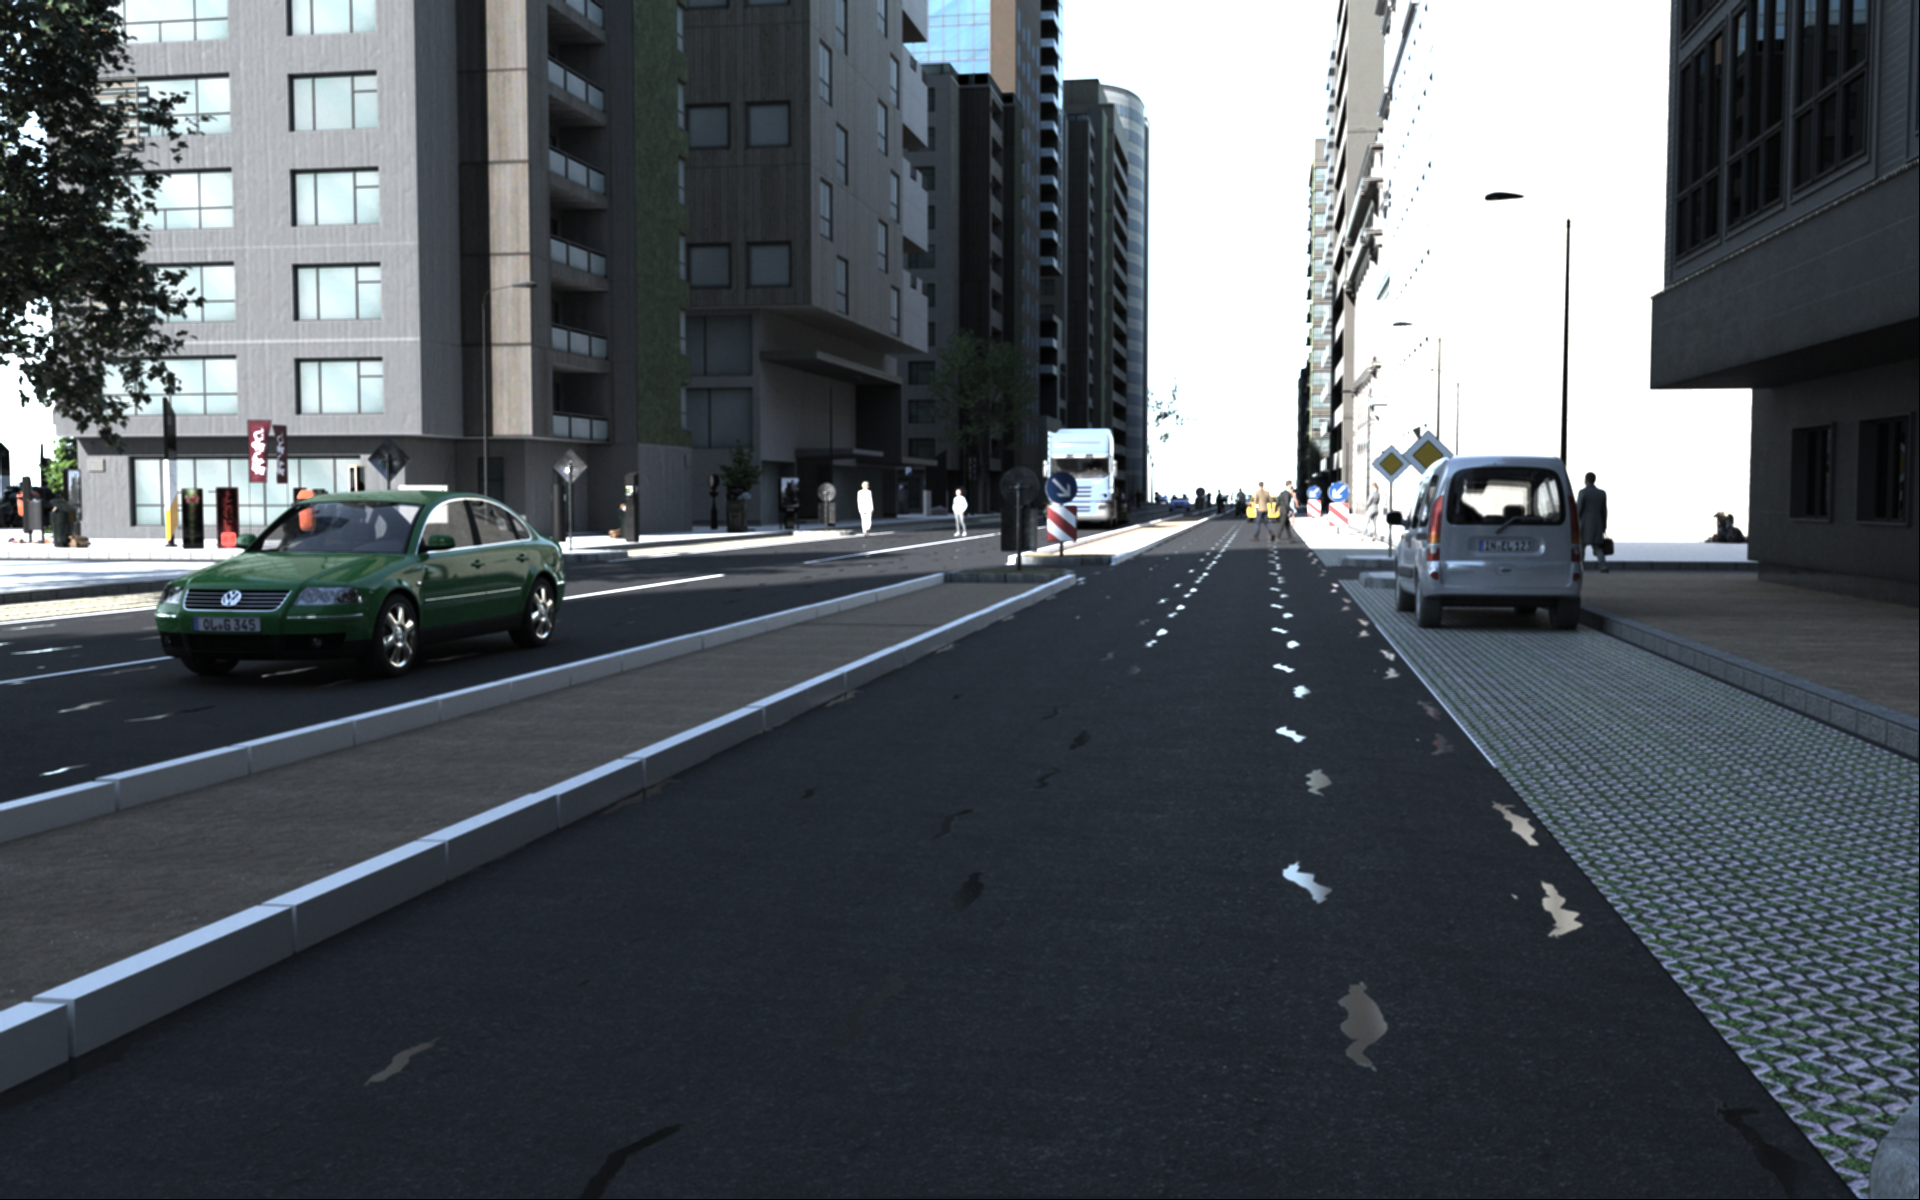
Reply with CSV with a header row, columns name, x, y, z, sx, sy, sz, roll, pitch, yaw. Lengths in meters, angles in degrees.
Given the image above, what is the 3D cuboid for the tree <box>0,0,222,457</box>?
name,x,y,z,sx,sy,sz,roll,pitch,yaw
tree,-14.132,-6.391,21.493,9.611,12.733,9.660,0,3,0

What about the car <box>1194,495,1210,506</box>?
name,x,y,z,sx,sy,sz,roll,pitch,yaw
car,29.480,-12.098,210.168,2.083,1.381,4.827,1,4,11

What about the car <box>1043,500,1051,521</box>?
name,x,y,z,sx,sy,sz,roll,pitch,yaw
car,5.463,-5.013,92.182,2.015,1.641,3.980,1,4,9

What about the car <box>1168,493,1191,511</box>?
name,x,y,z,sx,sy,sz,roll,pitch,yaw
car,18.850,-8.501,148.580,1.945,1.707,3.694,1,4,8

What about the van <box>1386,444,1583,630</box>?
name,x,y,z,sx,sy,sz,roll,pitch,yaw
van,5.917,-0.775,19.678,2.013,2.044,4.112,1,4,10

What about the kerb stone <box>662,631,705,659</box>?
name,x,y,z,sx,sy,sz,roll,pitch,yaw
kerb stone,-2.510,0.416,15.386,0.120,0.150,1.000,1,4,10

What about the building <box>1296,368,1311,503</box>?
name,x,y,z,sx,sy,sz,roll,pitch,yaw
building,62.817,-24.736,249.468,27.650,21.520,28.899,1,4,10

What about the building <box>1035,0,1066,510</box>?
name,x,y,z,sx,sy,sz,roll,pitch,yaw
building,-1.198,-51.628,156.786,22.319,86.520,31.000,1,4,10

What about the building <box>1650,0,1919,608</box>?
name,x,y,z,sx,sy,sz,roll,pitch,yaw
building,15.088,-13.387,12.390,14.314,27.812,24.014,1,4,10

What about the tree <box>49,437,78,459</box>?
name,x,y,z,sx,sy,sz,roll,pitch,yaw
tree,-36.649,-5.486,73.417,4.285,4.588,4.351,0,3,0

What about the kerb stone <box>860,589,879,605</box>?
name,x,y,z,sx,sy,sz,roll,pitch,yaw
kerb stone,-1.257,-0.017,22.474,0.120,0.150,1.000,1,4,10

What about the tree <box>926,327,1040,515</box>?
name,x,y,z,sx,sy,sz,roll,pitch,yaw
tree,1.412,-11.197,108.822,9.928,11.665,9.643,0,3,0

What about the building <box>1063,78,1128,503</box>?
name,x,y,z,sx,sy,sz,roll,pitch,yaw
building,8.583,-35.711,207.571,21.300,48.544,21.600,1,4,10

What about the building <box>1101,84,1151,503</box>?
name,x,y,z,sx,sy,sz,roll,pitch,yaw
building,15.599,-43.171,247.848,21.231,58.520,28.212,1,4,10

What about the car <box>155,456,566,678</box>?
name,x,y,z,sx,sy,sz,roll,pitch,yaw
car,-4.999,-0.380,15.006,1.959,1.807,4.718,1,4,10

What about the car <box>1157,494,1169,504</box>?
name,x,y,z,sx,sy,sz,roll,pitch,yaw
car,29.666,-14.947,253.967,1.945,1.707,3.694,1,4,12

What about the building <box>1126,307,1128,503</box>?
name,x,y,z,sx,sy,sz,roll,pitch,yaw
building,14.296,-27.785,225.978,14.160,30.474,14.107,1,4,10

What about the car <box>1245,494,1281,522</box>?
name,x,y,z,sx,sy,sz,roll,pitch,yaw
car,15.653,-4.818,88.990,2.015,1.641,3.980,1,4,12

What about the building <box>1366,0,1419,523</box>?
name,x,y,z,sx,sy,sz,roll,pitch,yaw
building,24.805,-17.566,73.113,13.634,28.700,20.117,1,4,10

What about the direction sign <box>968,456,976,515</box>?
name,x,y,z,sx,sy,sz,roll,pitch,yaw
direction sign,0.744,-6.860,104.154,0.379,3.537,0.876,-2,4,-31

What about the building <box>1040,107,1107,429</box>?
name,x,y,z,sx,sy,sz,roll,pitch,yaw
building,7.507,-30.330,179.486,14.154,41.232,14.086,1,4,10

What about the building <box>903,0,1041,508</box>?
name,x,y,z,sx,sy,sz,roll,pitch,yaw
building,-1.523,-29.633,134.604,14.600,45.320,14.200,1,4,10

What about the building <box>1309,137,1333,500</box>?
name,x,y,z,sx,sy,sz,roll,pitch,yaw
building,47.748,-31.609,200.405,14.154,41.232,14.086,1,4,10

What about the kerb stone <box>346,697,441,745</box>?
name,x,y,z,sx,sy,sz,roll,pitch,yaw
kerb stone,-3.397,0.726,10.322,0.120,0.150,1.000,1,4,10

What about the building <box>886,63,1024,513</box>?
name,x,y,z,sx,sy,sz,roll,pitch,yaw
building,-3.476,-21.332,120.476,14.160,30.474,14.107,1,4,10

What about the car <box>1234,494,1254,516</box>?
name,x,y,z,sx,sy,sz,roll,pitch,yaw
car,18.928,-6.194,113.069,2.131,1.459,4.920,1,4,10

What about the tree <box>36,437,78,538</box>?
name,x,y,z,sx,sy,sz,roll,pitch,yaw
tree,-26.398,-3.452,51.044,1.663,3.219,1.824,0,3,0

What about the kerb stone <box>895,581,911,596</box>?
name,x,y,z,sx,sy,sz,roll,pitch,yaw
kerb stone,-0.895,-0.136,24.487,0.120,0.150,1.000,1,4,10

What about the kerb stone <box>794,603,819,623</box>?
name,x,y,z,sx,sy,sz,roll,pitch,yaw
kerb stone,-1.795,0.169,19.437,0.120,0.150,1.000,1,4,10

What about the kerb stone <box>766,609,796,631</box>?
name,x,y,z,sx,sy,sz,roll,pitch,yaw
kerb stone,-1.968,0.230,18.429,0.120,0.150,1.000,1,4,10

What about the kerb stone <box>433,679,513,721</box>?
name,x,y,z,sx,sy,sz,roll,pitch,yaw
kerb stone,-3.217,0.664,11.337,0.120,0.150,1.000,1,4,10

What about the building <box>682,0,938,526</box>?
name,x,y,z,sx,sy,sz,roll,pitch,yaw
building,-16.730,-30.104,81.443,28.713,52.752,27.495,1,4,10

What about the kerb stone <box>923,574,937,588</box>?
name,x,y,z,sx,sy,sz,roll,pitch,yaw
kerb stone,-0.544,-0.263,26.504,0.120,0.150,1.000,1,4,10

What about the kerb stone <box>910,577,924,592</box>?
name,x,y,z,sx,sy,sz,roll,pitch,yaw
kerb stone,-0.719,-0.202,25.494,0.120,0.150,1.000,1,4,10

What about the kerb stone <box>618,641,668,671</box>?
name,x,y,z,sx,sy,sz,roll,pitch,yaw
kerb stone,-2.677,0.478,14.378,0.120,0.150,1.000,1,4,10

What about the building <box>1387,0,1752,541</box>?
name,x,y,z,sx,sy,sz,roll,pitch,yaw
building,19.719,-12.274,55.433,10.420,20.320,16.860,1,4,10

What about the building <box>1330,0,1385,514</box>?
name,x,y,z,sx,sy,sz,roll,pitch,yaw
building,36.491,-30.157,116.765,21.300,48.544,21.600,1,4,10

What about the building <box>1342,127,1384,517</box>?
name,x,y,z,sx,sy,sz,roll,pitch,yaw
building,28.403,-15.535,95.799,13.314,21.916,24.055,1,4,10

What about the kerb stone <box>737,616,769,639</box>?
name,x,y,z,sx,sy,sz,roll,pitch,yaw
kerb stone,-2.148,0.293,17.405,0.120,0.150,1.000,1,4,10

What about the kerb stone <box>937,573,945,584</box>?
name,x,y,z,sx,sy,sz,roll,pitch,yaw
kerb stone,-0.369,-0.326,27.524,0.120,0.150,1.000,1,4,10

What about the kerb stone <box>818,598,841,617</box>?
name,x,y,z,sx,sy,sz,roll,pitch,yaw
kerb stone,-1.613,0.110,20.443,0.120,0.150,1.000,1,4,10

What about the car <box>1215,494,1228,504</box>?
name,x,y,z,sx,sy,sz,roll,pitch,yaw
car,39.239,-15.350,259.762,1.959,1.807,4.718,1,4,9

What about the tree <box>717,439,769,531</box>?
name,x,y,z,sx,sy,sz,roll,pitch,yaw
tree,-7.760,-4.040,60.658,1.663,3.219,1.824,0,3,0

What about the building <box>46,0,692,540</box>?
name,x,y,z,sx,sy,sz,roll,pitch,yaw
building,-17.290,-22.576,52.715,14.154,41.232,14.086,1,4,10

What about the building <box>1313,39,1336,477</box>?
name,x,y,z,sx,sy,sz,roll,pitch,yaw
building,46.391,-33.412,165.896,23.786,49.044,30.456,1,4,10

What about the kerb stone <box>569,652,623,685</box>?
name,x,y,z,sx,sy,sz,roll,pitch,yaw
kerb stone,-2.857,0.540,13.362,0.120,0.150,1.000,1,4,10

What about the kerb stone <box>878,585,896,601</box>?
name,x,y,z,sx,sy,sz,roll,pitch,yaw
kerb stone,-1.070,-0.076,23.480,0.120,0.150,1.000,1,4,10

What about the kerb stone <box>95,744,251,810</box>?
name,x,y,z,sx,sy,sz,roll,pitch,yaw
kerb stone,-3.755,0.850,8.298,0.120,0.150,1.000,1,4,10

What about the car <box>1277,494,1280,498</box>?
name,x,y,z,sx,sy,sz,roll,pitch,yaw
car,46.308,-14.671,248.674,1.959,1.807,4.718,1,4,10

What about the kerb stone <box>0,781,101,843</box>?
name,x,y,z,sx,sy,sz,roll,pitch,yaw
kerb stone,-3.931,0.920,7.280,0.120,0.150,1.000,1,4,10

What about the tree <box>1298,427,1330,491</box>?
name,x,y,z,sx,sy,sz,roll,pitch,yaw
tree,39.347,-14.773,191.908,4.360,8.622,3.978,0,3,0

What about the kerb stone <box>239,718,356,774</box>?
name,x,y,z,sx,sy,sz,roll,pitch,yaw
kerb stone,-3.577,0.788,9.313,0.120,0.150,1.000,1,4,10

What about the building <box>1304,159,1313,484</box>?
name,x,y,z,sx,sy,sz,roll,pitch,yaw
building,55.418,-34.628,220.786,22.147,44.769,28.867,1,4,10

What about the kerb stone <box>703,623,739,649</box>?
name,x,y,z,sx,sy,sz,roll,pitch,yaw
kerb stone,-2.324,0.357,16.392,0.120,0.150,1.000,1,4,10

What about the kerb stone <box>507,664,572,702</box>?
name,x,y,z,sx,sy,sz,roll,pitch,yaw
kerb stone,-3.038,0.602,12.355,0.120,0.150,1.000,1,4,10

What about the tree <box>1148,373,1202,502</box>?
name,x,y,z,sx,sy,sz,roll,pitch,yaw
tree,31.184,-25.246,268.662,12.611,20.169,13.585,0,3,0

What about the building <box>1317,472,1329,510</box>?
name,x,y,z,sx,sy,sz,roll,pitch,yaw
building,45.407,-27.320,138.557,32.217,40.220,23.993,1,4,10

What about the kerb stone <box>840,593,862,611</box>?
name,x,y,z,sx,sy,sz,roll,pitch,yaw
kerb stone,-1.425,0.045,21.456,0.120,0.150,1.000,1,4,10
